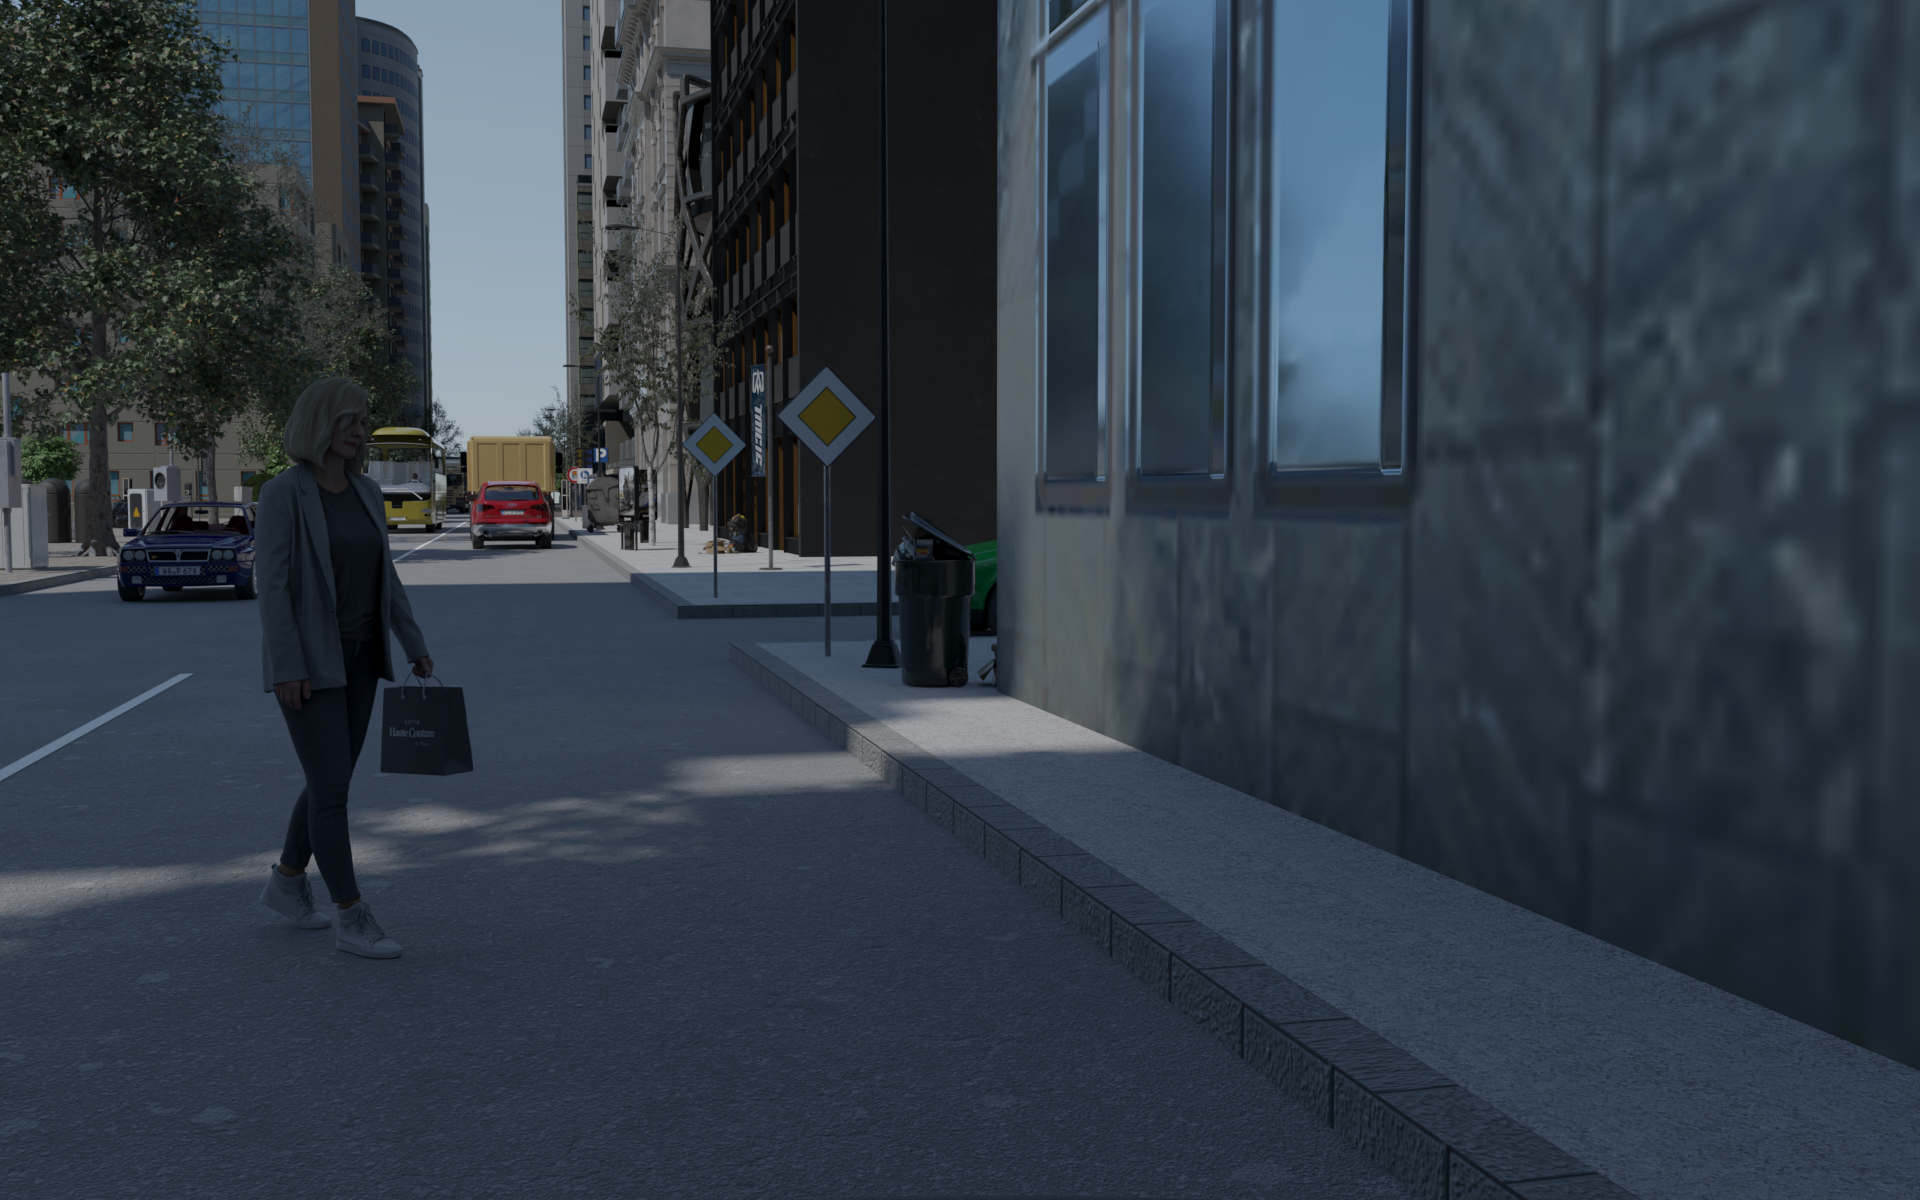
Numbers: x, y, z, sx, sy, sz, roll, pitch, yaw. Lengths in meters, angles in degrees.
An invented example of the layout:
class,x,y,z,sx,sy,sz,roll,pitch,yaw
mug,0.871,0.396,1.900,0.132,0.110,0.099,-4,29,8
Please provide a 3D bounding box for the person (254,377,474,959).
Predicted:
class,x,y,z,sx,sy,sz,roll,pitch,yaw
person,-1.981,0.189,5.593,0.728,1.800,0.709,2,4,29

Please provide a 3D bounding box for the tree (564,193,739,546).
class,x,y,z,sx,sy,sz,roll,pitch,yaw
tree,-7.550,-5.630,42.407,4.360,8.622,3.978,0,3,0

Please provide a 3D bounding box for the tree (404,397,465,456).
class,x,y,z,sx,sy,sz,roll,pitch,yaw
tree,-50.481,-14.099,164.931,7.601,10.594,8.767,-1,4,-11

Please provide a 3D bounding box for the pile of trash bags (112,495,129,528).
class,x,y,z,sx,sy,sz,roll,pitch,yaw
pile of trash bags,-33.595,-3.654,69.499,3.447,1.369,1.912,0,4,-8

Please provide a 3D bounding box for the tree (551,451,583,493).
class,x,y,z,sx,sy,sz,roll,pitch,yaw
tree,-29.829,-8.920,129.554,4.285,4.588,4.351,0,3,0

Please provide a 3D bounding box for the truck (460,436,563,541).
class,x,y,z,sx,sy,sz,roll,pitch,yaw
truck,-14.628,-3.709,56.560,3.469,3.379,9.791,-1,4,-14

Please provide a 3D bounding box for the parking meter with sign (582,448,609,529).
class,x,y,z,sx,sy,sz,roll,pitch,yaw
parking meter with sign,-13.634,-4.180,64.602,0.543,3.016,1.738,0,4,7

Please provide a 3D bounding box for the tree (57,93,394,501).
class,x,y,z,sx,sy,sz,roll,pitch,yaw
tree,-21.903,-8.547,50.113,12.009,13.543,11.850,0,3,0

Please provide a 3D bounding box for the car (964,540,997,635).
class,x,y,z,sx,sy,sz,roll,pitch,yaw
car,1.690,-0.551,17.807,4.718,1.807,1.959,-1,4,-16

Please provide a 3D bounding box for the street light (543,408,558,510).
class,x,y,z,sx,sy,sz,roll,pitch,yaw
street light,-21.719,-7.437,94.131,1.470,5.913,1.316,-1,4,-14

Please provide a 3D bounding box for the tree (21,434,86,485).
class,x,y,z,sx,sy,sz,roll,pitch,yaw
tree,-42.763,-5.952,81.024,4.285,4.588,4.351,0,3,0

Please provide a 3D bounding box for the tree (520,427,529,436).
class,x,y,z,sx,sy,sz,roll,pitch,yaw
tree,-35.810,-12.226,150.263,4.360,8.622,3.978,0,3,0

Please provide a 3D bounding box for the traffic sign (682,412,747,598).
class,x,y,z,sx,sy,sz,roll,pitch,yaw
traffic sign,-3.026,-1.084,21.372,0.795,2.450,0.064,-1,4,-14

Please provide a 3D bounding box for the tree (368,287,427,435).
class,x,y,z,sx,sy,sz,roll,pitch,yaw
tree,-30.965,-10.261,84.778,9.611,12.733,9.660,0,3,0

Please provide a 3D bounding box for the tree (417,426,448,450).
class,x,y,z,sx,sy,sz,roll,pitch,yaw
tree,-54.564,-13.896,177.563,4.360,8.622,3.978,0,3,0

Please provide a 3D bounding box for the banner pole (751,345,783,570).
class,x,y,z,sx,sy,sz,roll,pitch,yaw
banner pole,-3.342,-2.411,29.438,0.401,3.779,0.863,-3,4,-36

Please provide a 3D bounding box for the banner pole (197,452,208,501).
class,x,y,z,sx,sy,sz,roll,pitch,yaw
banner pole,-31.423,-5.004,71.840,0.401,3.779,0.863,1,4,18

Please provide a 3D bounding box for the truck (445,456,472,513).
class,x,y,z,sx,sy,sz,roll,pitch,yaw
truck,-38.503,-8.686,130.925,2.839,4.237,11.283,-1,4,-12

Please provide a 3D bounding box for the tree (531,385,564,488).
class,x,y,z,sx,sy,sz,roll,pitch,yaw
tree,-25.239,-9.879,111.883,4.360,8.622,3.978,0,3,0

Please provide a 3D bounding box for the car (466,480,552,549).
class,x,y,z,sx,sy,sz,roll,pitch,yaw
car,-12.135,-2.327,46.714,2.281,1.827,5.304,-1,4,-16

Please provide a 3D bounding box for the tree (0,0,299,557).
class,x,y,z,sx,sy,sz,roll,pitch,yaw
tree,-17.659,-7.245,35.471,9.611,12.733,9.660,0,3,0

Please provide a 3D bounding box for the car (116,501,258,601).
class,x,y,z,sx,sy,sz,roll,pitch,yaw
car,-10.689,-0.733,24.571,1.945,1.354,3.894,-1,4,-13

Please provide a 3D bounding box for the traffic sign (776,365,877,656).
class,x,y,z,sx,sy,sz,roll,pitch,yaw
traffic sign,-1.048,-0.611,13.635,0.795,2.450,0.064,-1,4,-14

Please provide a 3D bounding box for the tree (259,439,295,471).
class,x,y,z,sx,sy,sz,roll,pitch,yaw
tree,-23.949,-4.048,60.785,1.663,3.219,1.824,0,3,0

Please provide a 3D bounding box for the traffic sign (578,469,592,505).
class,x,y,z,sx,sy,sz,roll,pitch,yaw
traffic sign,-15.030,-4.118,69.454,0.606,2.300,0.079,-1,4,-8

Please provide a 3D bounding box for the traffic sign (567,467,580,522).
class,x,y,z,sx,sy,sz,roll,pitch,yaw
traffic sign,-17.889,-4.924,80.612,0.768,2.556,0.104,0,4,-8

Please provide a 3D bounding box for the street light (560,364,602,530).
class,x,y,z,sx,sy,sz,roll,pitch,yaw
street light,-13.481,-5.476,62.075,1.470,5.913,1.316,-1,4,-14

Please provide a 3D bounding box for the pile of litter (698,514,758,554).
class,x,y,z,sx,sy,sz,roll,pitch,yaw
pile of litter,-5.072,-1.448,37.640,1.176,0.858,1.719,3,4,39

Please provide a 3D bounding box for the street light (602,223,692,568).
class,x,y,z,sx,sy,sz,roll,pitch,yaw
street light,-5.393,-3.511,29.945,1.470,5.913,1.316,-1,4,-14

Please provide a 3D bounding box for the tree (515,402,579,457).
class,x,y,z,sx,sy,sz,roll,pitch,yaw
tree,-41.647,-14.704,174.826,8.767,10.594,7.601,-1,4,-21

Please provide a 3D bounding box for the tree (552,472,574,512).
class,x,y,z,sx,sy,sz,roll,pitch,yaw
tree,-28.973,-8.009,125.548,1.663,3.219,1.824,0,3,0
